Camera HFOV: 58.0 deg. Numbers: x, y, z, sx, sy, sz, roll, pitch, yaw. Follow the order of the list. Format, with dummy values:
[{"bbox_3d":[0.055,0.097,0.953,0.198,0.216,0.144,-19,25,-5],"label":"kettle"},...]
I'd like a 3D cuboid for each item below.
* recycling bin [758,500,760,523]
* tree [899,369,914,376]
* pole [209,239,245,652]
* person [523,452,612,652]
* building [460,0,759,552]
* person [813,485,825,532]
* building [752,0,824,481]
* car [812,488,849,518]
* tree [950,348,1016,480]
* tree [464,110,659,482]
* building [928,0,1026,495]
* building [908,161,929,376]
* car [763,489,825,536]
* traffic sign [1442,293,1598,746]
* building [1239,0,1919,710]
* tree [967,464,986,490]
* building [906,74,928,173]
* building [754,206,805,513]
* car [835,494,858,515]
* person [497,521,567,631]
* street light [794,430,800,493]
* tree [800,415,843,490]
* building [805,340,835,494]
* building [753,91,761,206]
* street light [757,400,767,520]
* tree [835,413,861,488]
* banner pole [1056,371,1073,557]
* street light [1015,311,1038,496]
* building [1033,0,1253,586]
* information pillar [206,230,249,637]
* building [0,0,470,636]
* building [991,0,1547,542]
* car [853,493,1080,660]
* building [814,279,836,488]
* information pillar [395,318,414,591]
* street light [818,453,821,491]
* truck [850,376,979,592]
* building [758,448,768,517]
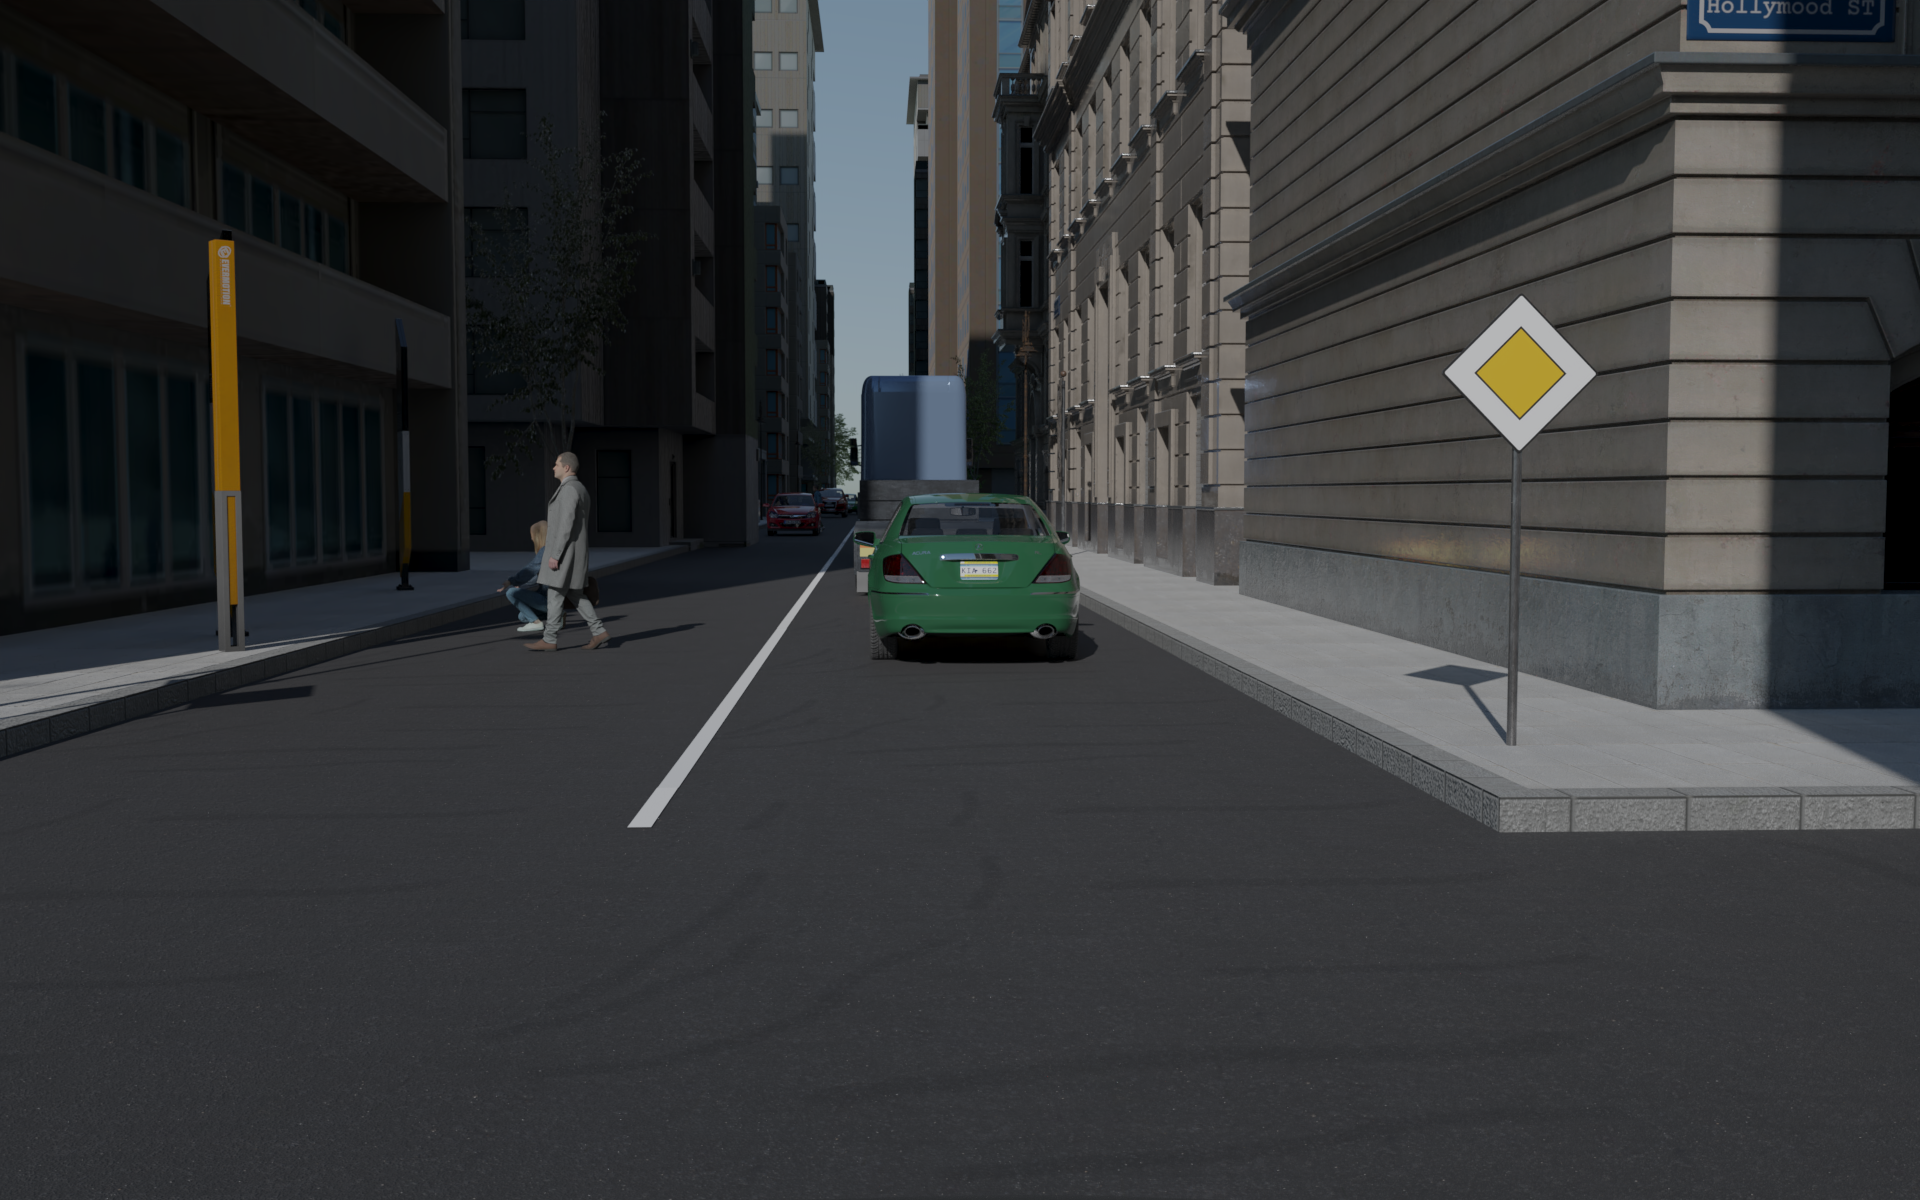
[{"bbox_3d":[-9.321,-3.956,77.235,0.722,1.027,0.722,0,4,2],"label":"recycling bin"},{"bbox_3d":[-4.359,-15.815,168.940,12.009,13.543,11.850,0,3,0],"label":"tree"},{"bbox_3d":[-5.946,-1.235,14.044,0.158,3.312,0.155,0,3,0],"label":"pole"},{"bbox_3d":[-3.601,-0.442,15.833,0.767,1.812,0.694,0,3,0],"label":"person"},{"bbox_3d":[-12.691,-16.625,43.520,14.160,30.474,14.107,0,4,-3],"label":"building"},{"bbox_3d":[-5.251,-3.398,64.395,0.444,1.785,0.601,1,4,16],"label":"person"},{"bbox_3d":[-28.686,-36.081,179.158,28.713,52.752,27.495,0,4,-3],"label":"building"},{"bbox_3d":[-7.996,-6.026,107.205,2.281,1.827,5.304,0,4,-2],"label":"car"},{"bbox_3d":[0.740,-8.429,88.176,4.737,8.622,4.395,0,3,0],"label":"tree"},{"bbox_3d":[-7.766,-5.061,33.111,4.360,8.622,3.978,0,3,0],"label":"tree"},{"bbox_3d":[5.021,-28.373,114.014,14.600,45.320,14.200,0,4,-3],"label":"building"},{"bbox_3d":[2.909,-23.325,153.063,14.160,30.474,14.107,0,4,-3],"label":"building"},{"bbox_3d":[-5.817,-3.165,60.784,2.155,1.783,4.494,0,4,-4],"label":"car"},{"bbox_3d":[2.812,-0.314,8.776,0.795,2.450,0.064,0,4,-3],"label":"traffic sign"},{"bbox_3d":[20.808,-12.011,15.462,34.723,24.649,14.460,0,4,-3],"label":"building"},{"bbox_3d":[0.298,-5.989,92.522,1.663,3.219,1.824,0,3,0],"label":"tree"},{"bbox_3d":[7.922,-38.302,215.470,28.713,52.752,27.495,0,4,-3],"label":"building"},{"bbox_3d":[-25.240,-16.687,117.879,27.650,21.520,28.899,0,4,-3],"label":"building"},{"bbox_3d":[-7.835,-6.828,120.439,1.959,1.807,4.718,0,4,-5],"label":"car"},{"bbox_3d":[-4.515,-0.254,18.150,0.738,1.151,1.012,1,4,8],"label":"person"},{"bbox_3d":[-11.644,-9.263,124.244,0.468,5.910,1.993,0,4,-3],"label":"street light"},{"bbox_3d":[-13.144,-12.866,160.719,4.360,8.622,3.978,0,3,0],"label":"tree"},{"bbox_3d":[-29.306,-22.215,208.258,27.650,21.520,28.899,0,4,-3],"label":"building"},{"bbox_3d":[-29.550,-27.624,143.531,32.217,40.220,23.993,0,4,-3],"label":"building"},{"bbox_3d":[-9.766,-6.864,85.019,0.468,5.910,1.993,0,4,-3],"label":"street light"},{"bbox_3d":[-17.427,-19.839,242.487,7.486,12.596,7.792,0,3,0],"label":"tree"},{"bbox_3d":[2.042,-2.752,35.010,0.401,3.779,0.863,1,4,15],"label":"banner pole"},{"bbox_3d":[1.660,-4.342,43.784,0.468,5.910,1.993,0,4,-3],"label":"street light"},{"bbox_3d":[8.616,-14.586,35.744,12.463,27.353,25.104,0,4,-3],"label":"building"},{"bbox_3d":[-6.636,-1.484,15.619,0.183,3.616,0.504,-3,5,-41],"label":"information pillar"},{"bbox_3d":[-18.437,-24.047,16.864,21.300,48.544,21.600,0,4,-3],"label":"building"},{"bbox_3d":[8.542,-15.118,66.259,14.460,24.649,34.723,0,4,-3],"label":"building"},{"bbox_3d":[0.048,-0.283,16.433,2.131,1.459,4.920,0,4,-3],"label":"car"},{"bbox_3d":[-23.794,-28.014,229.731,14.160,30.474,14.107,0,4,-3],"label":"building"},{"bbox_3d":[-7.390,-1.935,22.993,0.183,3.616,0.504,-2,4,-26],"label":"information pillar"},{"bbox_3d":[-13.741,-11.968,168.457,0.468,5.910,1.993,0,4,-3],"label":"street light"},{"bbox_3d":[-0.754,-2.681,33.588,2.967,4.110,18.799,0,4,-3],"label":"truck"},{"bbox_3d":[-21.009,-39.972,91.800,20.563,71.187,20.611,0,4,-3],"label":"building"}]
